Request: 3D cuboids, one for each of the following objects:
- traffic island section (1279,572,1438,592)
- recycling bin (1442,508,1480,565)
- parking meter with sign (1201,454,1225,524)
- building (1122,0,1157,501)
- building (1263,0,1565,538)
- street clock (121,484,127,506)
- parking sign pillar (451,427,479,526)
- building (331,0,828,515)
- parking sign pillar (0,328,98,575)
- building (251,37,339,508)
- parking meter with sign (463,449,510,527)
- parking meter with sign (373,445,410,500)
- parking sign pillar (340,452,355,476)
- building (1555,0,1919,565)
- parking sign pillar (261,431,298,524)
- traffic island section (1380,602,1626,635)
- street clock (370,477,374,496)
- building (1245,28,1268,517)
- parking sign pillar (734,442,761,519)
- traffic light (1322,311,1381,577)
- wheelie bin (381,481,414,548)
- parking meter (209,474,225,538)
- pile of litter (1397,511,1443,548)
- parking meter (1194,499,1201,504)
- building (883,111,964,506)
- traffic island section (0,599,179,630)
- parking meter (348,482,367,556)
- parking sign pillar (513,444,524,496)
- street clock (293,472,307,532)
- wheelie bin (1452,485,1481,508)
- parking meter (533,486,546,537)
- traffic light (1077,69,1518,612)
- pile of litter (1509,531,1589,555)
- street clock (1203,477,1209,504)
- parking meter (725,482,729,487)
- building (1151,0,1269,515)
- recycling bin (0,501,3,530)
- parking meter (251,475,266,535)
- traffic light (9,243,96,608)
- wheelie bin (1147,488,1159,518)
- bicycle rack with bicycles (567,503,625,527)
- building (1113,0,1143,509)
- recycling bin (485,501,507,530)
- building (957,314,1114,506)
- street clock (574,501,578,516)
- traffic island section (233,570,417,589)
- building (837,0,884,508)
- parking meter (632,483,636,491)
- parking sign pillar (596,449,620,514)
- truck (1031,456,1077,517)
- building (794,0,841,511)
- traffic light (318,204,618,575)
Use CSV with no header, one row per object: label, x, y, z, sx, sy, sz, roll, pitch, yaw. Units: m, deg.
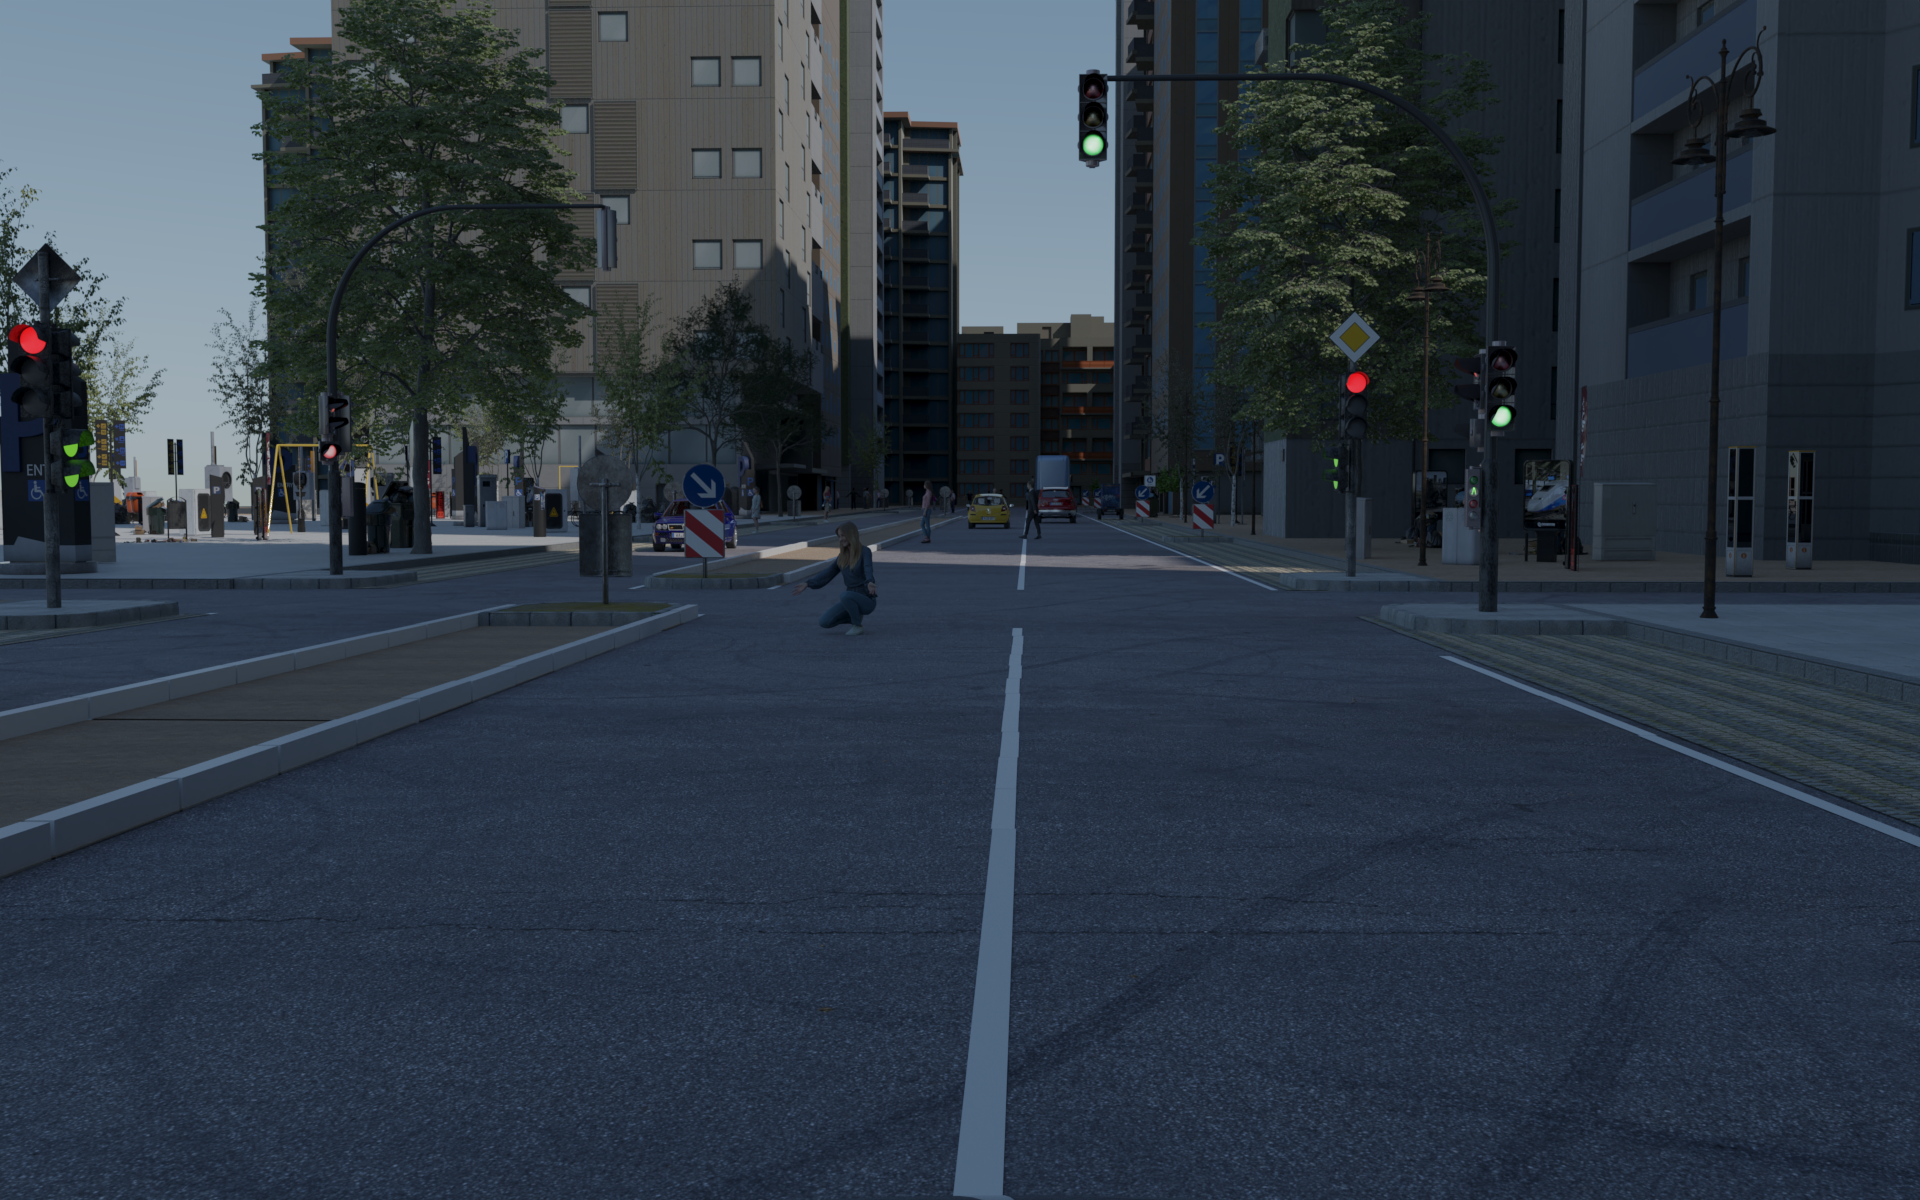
traffic island section,6.094,-0.283,26.915,2.009,0.180,2.903,0,4,2
recycling bin,9.299,-1.163,31.574,0.722,1.027,0.722,-2,4,-35
parking meter with sign,10.836,-4.832,75.259,0.543,3.016,1.738,-1,4,-22
building,24.119,-29.281,133.375,22.147,44.769,28.867,0,4,2
building,16.743,-17.390,56.023,14.160,30.474,14.107,0,4,2
street clock,-46.516,-5.629,96.599,0.358,2.002,0.471,2,4,35
parking sign pillar,-19.816,-4.993,70.109,1.447,3.967,1.447,-1,4,-9
building,-23.893,-32.254,116.598,28.713,52.752,27.495,0,4,2
parking sign pillar,-14.816,-2.419,28.028,1.447,3.967,1.447,1,4,9
building,-50.795,-31.375,167.602,28.867,44.769,22.147,0,4,2
parking meter with sign,-18.391,-4.344,67.285,1.738,3.016,0.543,-2,4,-29
parking meter with sign,-20.592,-4.015,61.913,1.738,3.016,0.543,-1,4,-11
parking sign pillar,-34.415,-6.672,97.557,1.447,3.967,1.447,-1,4,-18
building,29.657,-30.187,35.565,28.212,58.520,21.231,0,4,2
parking sign pillar,-29.144,-5.239,74.125,1.447,3.967,1.447,3,5,42
traffic island section,5.780,0.205,18.936,2.009,0.180,2.903,0,4,2
street clock,-24.704,-4.197,73.185,0.358,2.002,0.471,2,4,34
building,26.730,-28.483,85.313,23.786,49.044,30.456,0,4,2
parking sign pillar,-10.962,-6.141,88.880,1.447,3.967,1.447,-2,4,-25
traffic light,6.054,-2.317,26.802,0.839,4.253,0.868,0,4,2
wheelie bin,-13.308,-2.038,41.227,0.693,1.594,0.980,1,4,21
parking meter,-21.920,-2.779,51.150,0.399,1.863,0.255,-1,4,-18
pile of litter,11.408,-1.687,41.540,1.176,0.858,1.719,0,4,-4
parking meter,10.657,-4.232,77.605,0.372,1.533,0.369,0,3,0
building,-14.277,-33.258,198.397,28.867,44.769,22.147,0,4,2
traffic island section,-10.249,0.166,19.569,2.009,0.180,2.903,0,4,2
parking meter,-12.610,-1.702,36.236,0.372,1.533,0.369,0,3,0
parking sign pillar,-22.143,-6.027,87.019,1.447,3.967,1.447,-1,4,-11
street clock,-22.028,-3.260,57.878,0.358,2.002,0.471,1,4,9
wheelie bin,10.918,-1.786,37.114,0.693,1.594,0.980,0,4,4
parking meter,-12.528,-2.642,51.603,0.372,1.533,0.369,0,3,0
traffic light,3.646,-2.697,18.764,4.771,5.953,1.251,0,4,2
pile of litter,12.495,-1.396,36.783,1.719,0.858,1.176,1,4,12
street clock,10.423,-4.213,73.458,0.358,2.002,0.471,0,4,0
parking meter,-11.440,-4.833,84.731,0.255,1.863,0.399,0,4,8
building,19.861,-28.209,111.322,14.600,45.320,14.200,0,4,2
recycling bin,-34.503,-3.052,62.460,0.722,1.027,0.722,2,4,34
parking meter,-21.967,-2.970,54.267,0.399,1.863,0.255,-1,4,-17
traffic light,-10.210,-1.866,19.433,0.839,4.253,0.868,0,4,2
wheelie bin,10.472,-5.285,94.312,0.693,1.594,0.980,0,4,2
bicycle rack with bicycles,-14.445,-3.377,68.601,2.925,0.926,2.852,1,4,22
building,24.943,-37.886,161.432,21.231,58.520,28.212,0,4,2
recycling bin,-16.663,-3.039,62.237,0.722,1.027,0.722,-1,4,-18
building,14.666,-21.714,200.063,28.899,21.520,27.650,0,4,2
street clock,-21.986,-5.784,99.143,0.471,2.002,0.358,-1,4,-21
traffic island section,-9.935,-0.322,27.548,2.009,0.180,2.903,0,4,2
building,-21.691,-38.201,166.588,28.212,58.520,21.231,0,4,2
parking meter,-17.474,-5.341,93.029,0.255,1.863,0.399,3,5,42
parking sign pillar,-20.884,-6.976,102.526,1.447,3.967,1.447,0,3,0
truck,6.284,-7.678,115.301,2.967,4.110,18.799,0,4,2
building,-17.146,-29.807,137.454,14.600,45.320,14.200,0,4,2
traffic light,-7.802,-3.223,27.365,4.771,5.953,1.251,0,4,2
